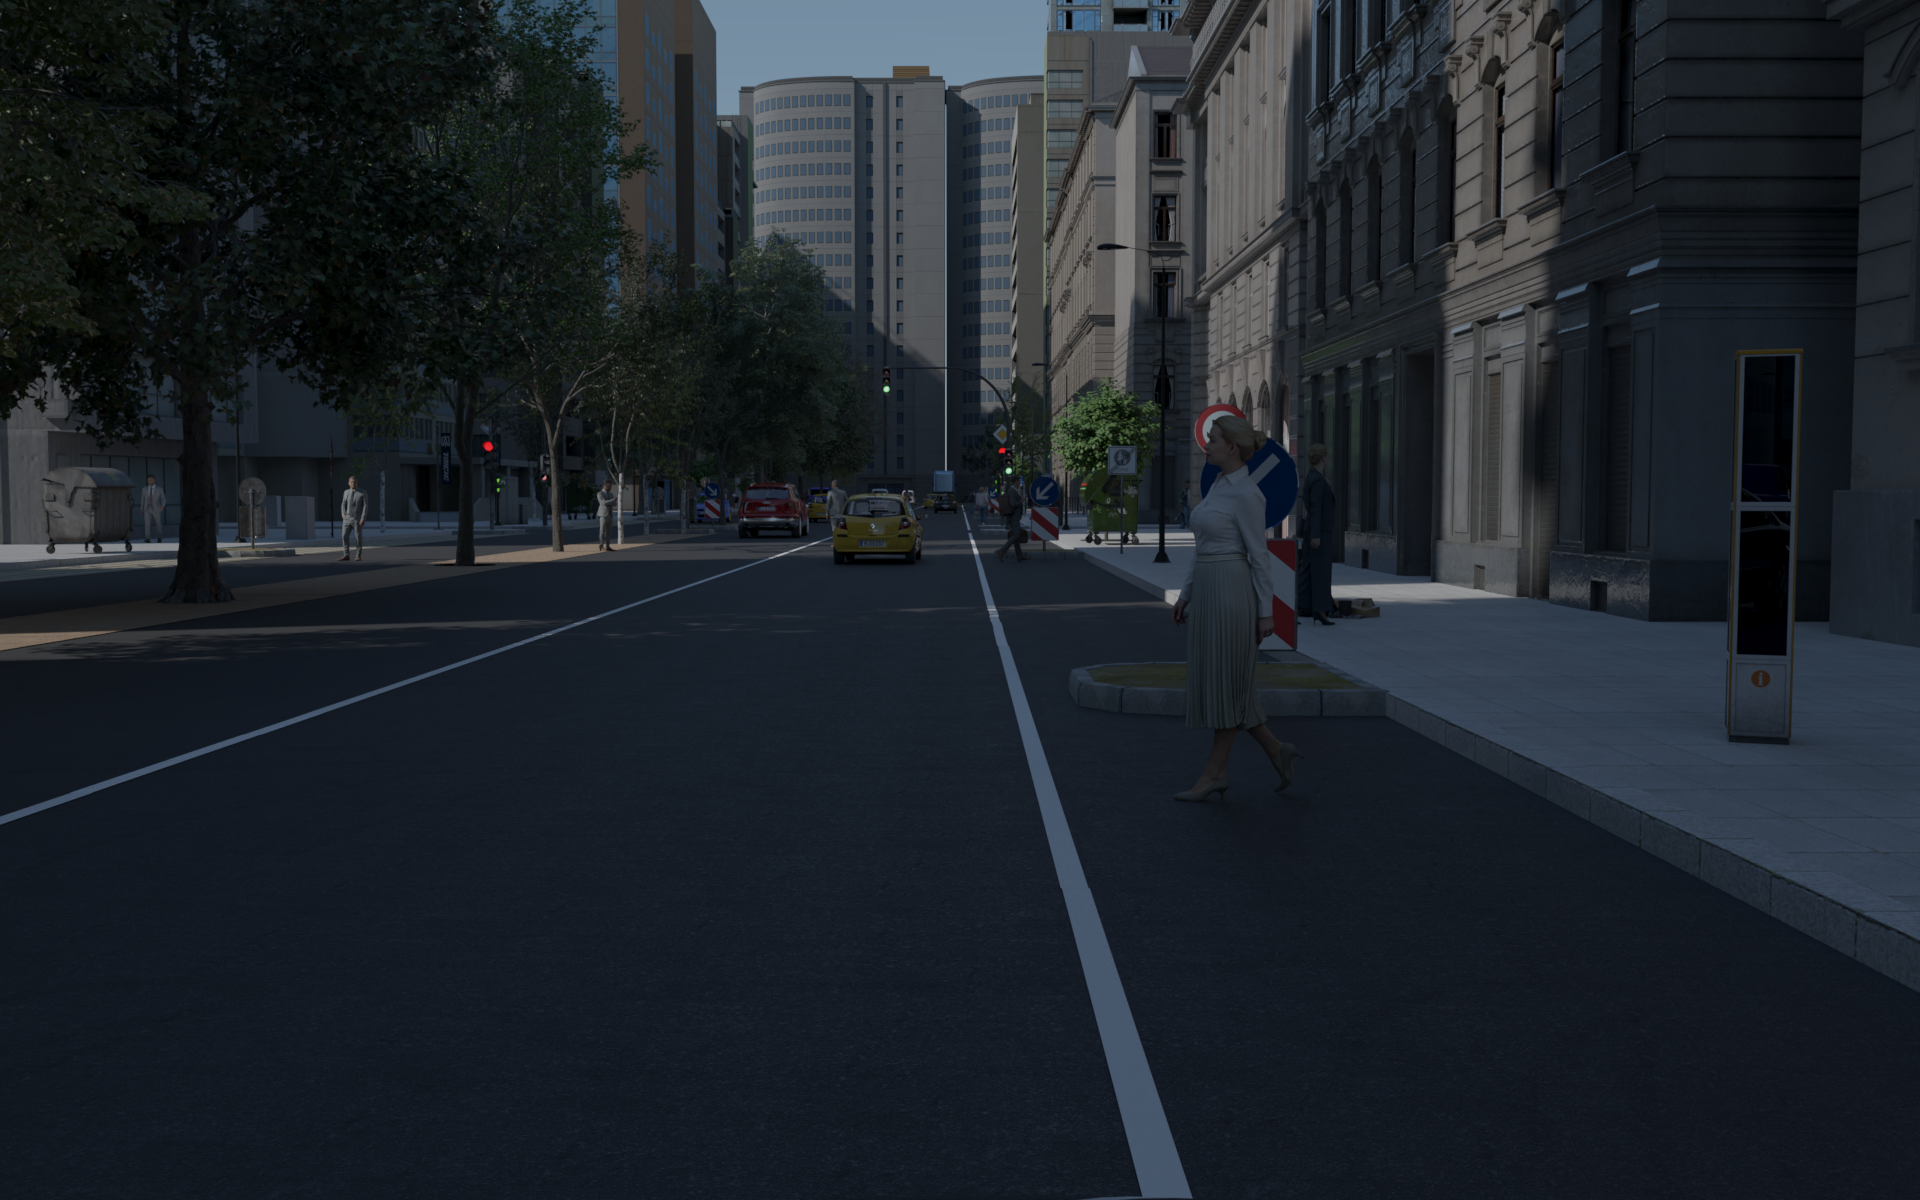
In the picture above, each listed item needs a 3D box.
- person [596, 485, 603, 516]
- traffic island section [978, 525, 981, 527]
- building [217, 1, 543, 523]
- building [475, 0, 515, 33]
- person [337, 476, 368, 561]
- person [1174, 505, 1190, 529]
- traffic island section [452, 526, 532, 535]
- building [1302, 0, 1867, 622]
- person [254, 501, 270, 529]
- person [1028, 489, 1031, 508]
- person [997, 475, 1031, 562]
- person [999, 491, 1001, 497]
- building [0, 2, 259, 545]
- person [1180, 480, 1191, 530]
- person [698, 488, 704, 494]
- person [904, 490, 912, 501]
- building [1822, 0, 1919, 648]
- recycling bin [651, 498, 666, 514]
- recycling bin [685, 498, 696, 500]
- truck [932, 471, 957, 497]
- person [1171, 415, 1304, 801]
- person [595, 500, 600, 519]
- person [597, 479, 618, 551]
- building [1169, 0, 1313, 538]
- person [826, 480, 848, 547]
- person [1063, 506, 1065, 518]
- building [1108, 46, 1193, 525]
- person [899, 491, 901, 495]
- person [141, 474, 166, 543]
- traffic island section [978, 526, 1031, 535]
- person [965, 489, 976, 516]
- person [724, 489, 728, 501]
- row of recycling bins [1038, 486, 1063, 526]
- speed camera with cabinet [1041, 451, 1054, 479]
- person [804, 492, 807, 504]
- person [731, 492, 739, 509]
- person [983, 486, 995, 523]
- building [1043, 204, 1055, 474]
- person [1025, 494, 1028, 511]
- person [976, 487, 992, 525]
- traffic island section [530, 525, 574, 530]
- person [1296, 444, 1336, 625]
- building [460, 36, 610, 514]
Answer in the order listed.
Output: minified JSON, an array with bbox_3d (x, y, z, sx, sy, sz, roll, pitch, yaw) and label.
[{"bbox_3d":[-21.330,-5.923,102.740,0.638,1.841,0.748,-1,4,-21],"label":"person"},{"bbox_3d":[1.739,-2.924,70.084,2.009,0.180,2.903,0,3,0],"label":"traffic island section"},{"bbox_3d":[-38.647,-24.089,85.734,32.217,40.220,23.993,0,3,0],"label":"building"},{"bbox_3d":[-30.120,-29.638,134.695,14.600,45.320,14.200,0,3,0],"label":"building"},{"bbox_3d":[-13.040,-1.752,37.248,0.635,1.810,0.391,0,4,3],"label":"person"},{"bbox_3d":[8.860,-3.258,67.259,1.012,1.151,0.738,1,4,13],"label":"person"},{"bbox_3d":[-16.798,-2.435,62.092,2.009,0.180,2.903,0,3,0],"label":"traffic island section"},{"bbox_3d":[11.586,-10.794,25.640,9.793,20.994,18.267,0,3,0],"label":"building"},{"bbox_3d":[-24.873,-3.372,61.359,0.728,1.800,0.709,-1,4,-22],"label":"person"},{"bbox_3d":[6.356,-9.063,154.669,0.568,1.767,0.683,1,4,17],"label":"person"},{"bbox_3d":[1.122,-1.738,36.884,0.822,1.834,0.622,-1,4,-17],"label":"person"},{"bbox_3d":[3.794,-9.736,165.940,0.721,1.743,1.217,0,4,-1],"label":"person"},{"bbox_3d":[-29.013,-22.375,49.424,14.086,41.232,14.154,0,3,0],"label":"building"},{"bbox_3d":[8.181,-3.401,62.001,0.623,1.781,0.721,-1,4,-23],"label":"person"},{"bbox_3d":[-19.843,-7.684,132.070,0.834,1.777,0.661,1,4,21],"label":"person"},{"bbox_3d":[-3.963,-7.653,133.982,0.716,1.782,0.532,2,4,35],"label":"person"},{"bbox_3d":[14.216,-13.246,3.965,14.401,28.519,23.554,0,3,0],"label":"building"},{"bbox_3d":[-19.056,-5.923,109.397,0.722,1.027,0.722,-3,4,-37],"label":"recycling bin"},{"bbox_3d":[-18.928,-6.684,121.829,0.722,1.027,0.722,2,4,23],"label":"recycling bin"},{"bbox_3d":[-1.891,-12.471,193.652,2.967,4.110,18.799,0,4,1],"label":"truck"},{"bbox_3d":[1.314,0.036,8.142,0.641,1.798,0.478,0,4,-4],"label":"person"},{"bbox_3d":[-18.751,-4.751,89.228,1.012,1.151,0.738,0,4,-2],"label":"person"},{"bbox_3d":[-8.777,-2.114,43.238,0.466,1.800,0.511,1,4,16],"label":"person"},{"bbox_3d":[13.678,-12.534,46.735,13.314,21.916,24.055,0,3,0],"label":"building"},{"bbox_3d":[-3.313,-2.337,46.805,0.635,1.810,0.391,-2,4,-35],"label":"person"},{"bbox_3d":[5.404,-5.332,94.220,0.512,1.701,0.522,-3,5,-40],"label":"person"},{"bbox_3d":[16.106,-13.930,76.898,18.267,20.994,9.793,0,3,0],"label":"building"},{"bbox_3d":[-6.384,-10.857,186.726,0.721,1.735,1.217,0,4,3],"label":"person"},{"bbox_3d":[-21.069,-2.380,45.228,0.678,1.792,0.850,-1,4,-10],"label":"person"},{"bbox_3d":[1.744,-2.435,62.099,2.009,0.180,2.903,0,3,0],"label":"traffic island section"},{"bbox_3d":[0.703,-6.258,111.162,0.721,1.781,0.623,1,4,9],"label":"person"},{"bbox_3d":[-16.245,-6.802,120.117,0.834,1.777,0.661,3,4,38],"label":"person"},{"bbox_3d":[3.648,-3.909,71.027,1.069,1.692,3.534,0,4,0],"label":"row of recycling bins"},{"bbox_3d":[3.989,-5.205,79.434,0.660,3.252,2.038,0,4,3],"label":"speed camera with cabinet"},{"bbox_3d":[-19.535,-12.937,218.006,0.683,1.767,0.568,-1,4,-13],"label":"person"},{"bbox_3d":[-19.800,-8.742,152.170,0.799,1.438,0.628,0,4,-2],"label":"person"},{"bbox_3d":[1.277,-4.731,85.966,0.853,1.813,0.709,3,5,44],"label":"person"},{"bbox_3d":[13.125,-20.509,132.584,12.463,27.353,25.104,0,3,0],"label":"building"},{"bbox_3d":[4.999,-7.428,131.744,0.306,1.304,0.590,0,4,-7],"label":"person"},{"bbox_3d":[1.019,-3.993,74.451,0.731,1.740,0.598,0,4,8],"label":"person"},{"bbox_3d":[-16.802,-2.923,70.078,2.009,0.180,2.903,0,3,0],"label":"traffic island section"},{"bbox_3d":[3.445,-0.639,16.907,0.534,1.772,0.576,-1,4,-23],"label":"person"},{"bbox_3d":[-31.407,-20.877,113.035,14.160,30.474,14.107,0,3,0],"label":"building"}]
